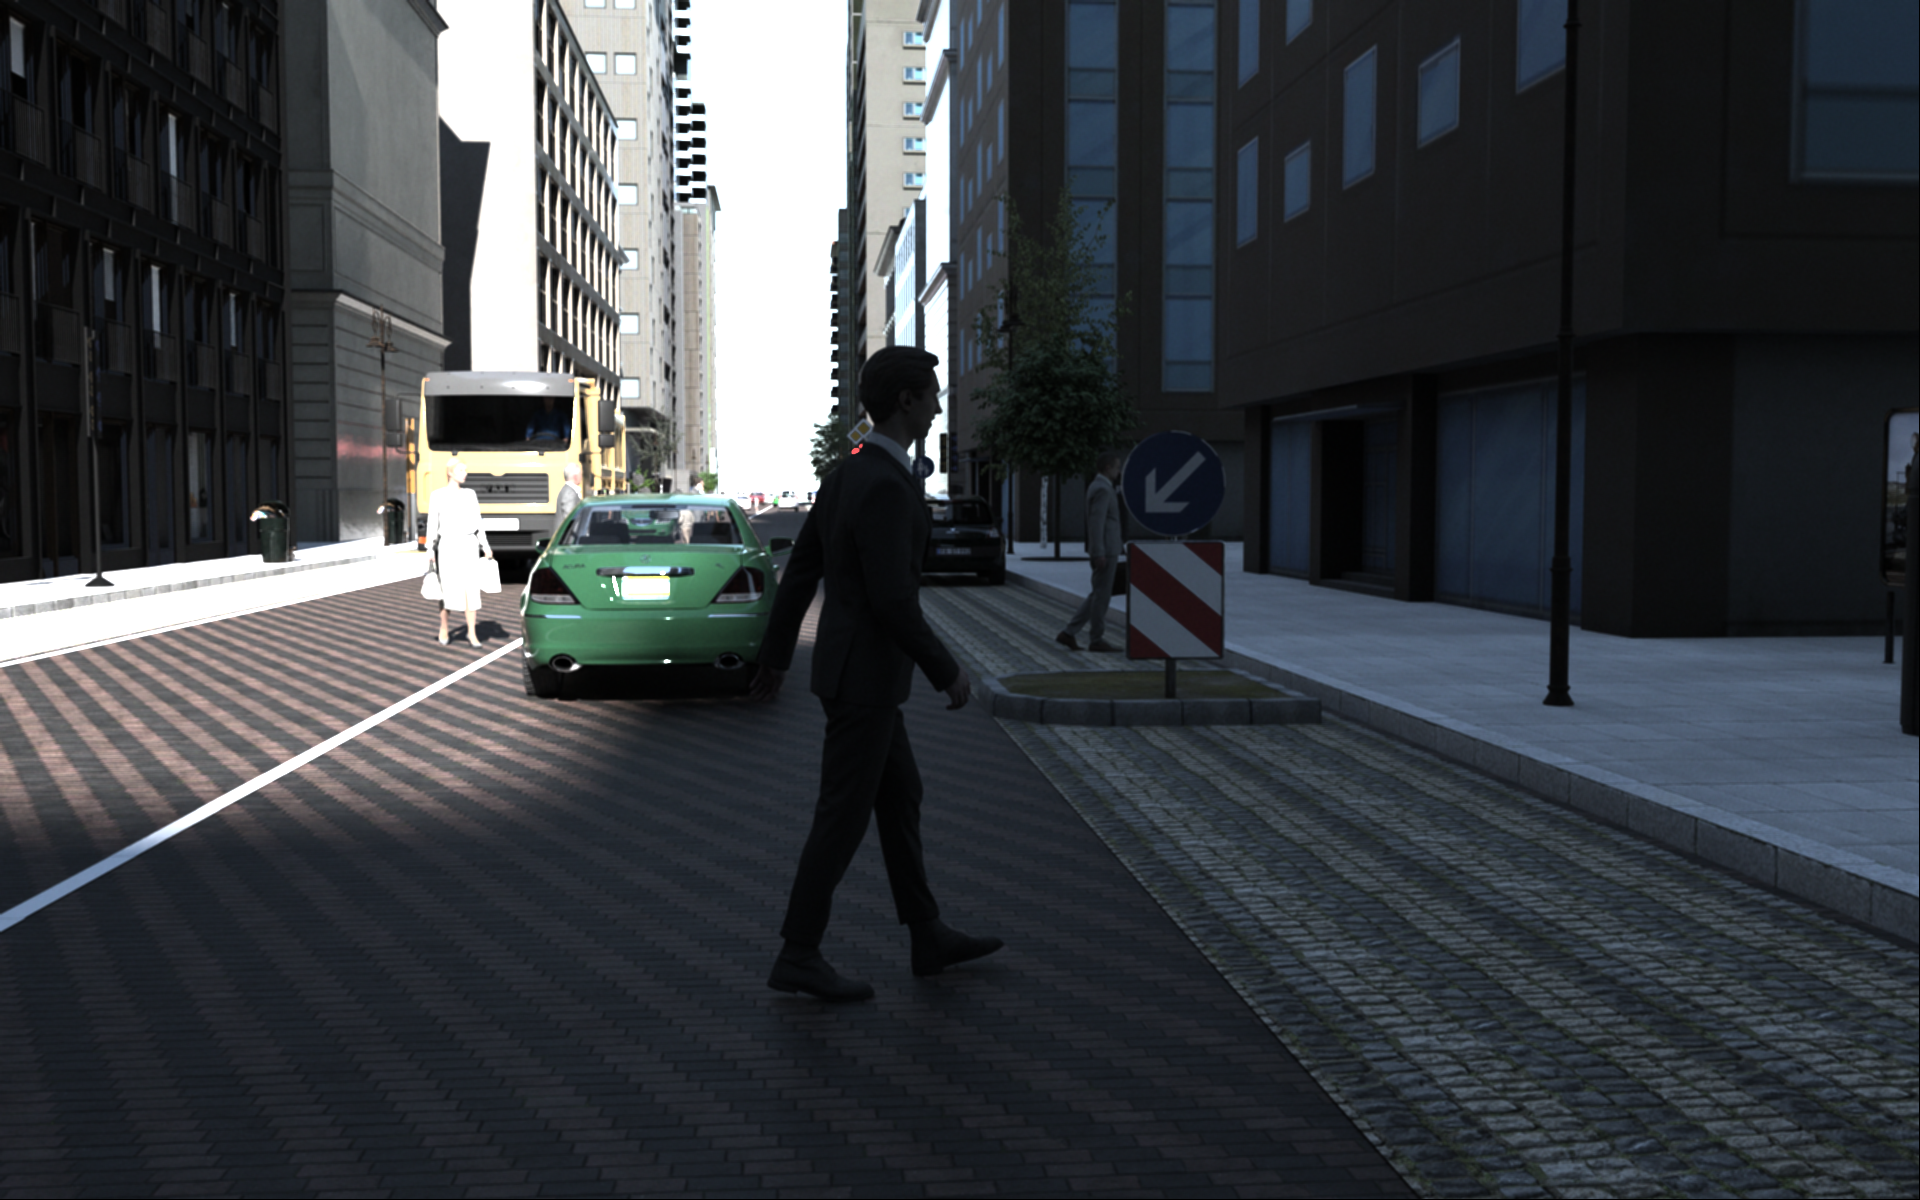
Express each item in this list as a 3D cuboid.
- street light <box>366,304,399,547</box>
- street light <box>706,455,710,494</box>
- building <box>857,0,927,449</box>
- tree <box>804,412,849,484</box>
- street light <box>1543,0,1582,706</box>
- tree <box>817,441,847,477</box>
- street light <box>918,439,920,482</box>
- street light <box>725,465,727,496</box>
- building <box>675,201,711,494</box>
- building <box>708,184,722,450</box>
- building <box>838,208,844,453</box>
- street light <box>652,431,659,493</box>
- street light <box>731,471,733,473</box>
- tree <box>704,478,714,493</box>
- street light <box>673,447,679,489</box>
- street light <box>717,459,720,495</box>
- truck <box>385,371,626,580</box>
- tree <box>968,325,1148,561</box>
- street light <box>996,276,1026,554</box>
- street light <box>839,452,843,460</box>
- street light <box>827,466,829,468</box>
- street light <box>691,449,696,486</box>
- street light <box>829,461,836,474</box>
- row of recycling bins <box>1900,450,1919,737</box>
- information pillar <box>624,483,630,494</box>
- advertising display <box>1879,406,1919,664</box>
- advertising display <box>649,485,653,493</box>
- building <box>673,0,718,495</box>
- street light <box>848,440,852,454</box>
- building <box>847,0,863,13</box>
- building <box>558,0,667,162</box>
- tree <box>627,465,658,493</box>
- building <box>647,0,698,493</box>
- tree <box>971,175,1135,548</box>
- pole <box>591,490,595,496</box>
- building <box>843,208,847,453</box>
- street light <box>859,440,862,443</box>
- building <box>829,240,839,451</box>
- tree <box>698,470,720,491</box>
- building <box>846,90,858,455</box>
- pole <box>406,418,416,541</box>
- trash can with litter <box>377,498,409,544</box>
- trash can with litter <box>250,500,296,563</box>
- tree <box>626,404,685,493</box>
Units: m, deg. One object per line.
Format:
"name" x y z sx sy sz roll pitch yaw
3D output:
"street light" -14.041 -4.247 42.227 0.468 5.910 1.993 0 4 -5
"street light" -29.097 -13.873 199.602 0.468 5.910 1.993 0 4 -5
"building" 1.473 -32.905 161.700 21.300 48.544 21.600 0 4 -5
"tree" -17.652 -19.600 238.589 7.486 12.596 7.792 0 3 0
"street light" 3.646 -2.299 10.374 0.468 5.910 1.993 0 4 -5
"tree" -16.905 -17.219 231.896 4.360 8.622 3.978 0 3 0
"street light" -1.491 -5.524 63.110 0.468 5.910 1.993 0 4 -5
"street light" -34.592 -17.345 256.384 0.468 5.910 1.993 0 4 -5
"building" -41.459 -33.754 235.473 14.154 41.232 14.086 0 4 -5
"building" -54.033 -42.613 285.954 28.713 52.752 27.495 0 4 -5
"building" -10.594 -34.637 249.902 14.154 41.232 14.086 0 4 -5
"street light" -21.868 -9.291 124.698 0.468 5.910 1.993 0 4 -5
"street light" -37.153 -18.924 282.194 0.468 5.910 1.993 0 4 -5
"tree" -30.106 -13.143 209.487 1.663 3.219 1.824 0 3 0
"street light" -24.189 -10.675 147.323 0.468 5.910 1.993 0 4 -5
"street light" -32.093 -15.746 230.236 0.468 5.910 1.993 0 4 -5
"truck" -7.521 -2.110 30.421 3.469 3.379 9.791 0 4 -7
"tree" 1.961 -3.050 33.577 4.285 4.588 4.351 0 3 0
"street light" 1.081 -3.923 36.932 0.468 5.910 1.993 0 4 -5
"street light" -11.676 -12.060 169.968 0.468 5.910 1.993 0 4 -5
"street light" -16.793 -15.273 222.504 0.468 5.910 1.993 0 4 -5
"street light" -26.580 -12.255 173.149 0.468 5.910 1.993 0 4 -5
"street light" -14.246 -13.657 196.082 0.468 5.910 1.993 0 4 -5
"row of recycling bins" 6.810 -0.132 9.276 3.534 1.692 1.069 -1 4 -10
"information pillar" -21.512 -6.574 111.974 0.304 2.012 0.304 1 4 14
"advertising display" 7.095 -0.455 12.659 0.123 1.923 0.974 0 4 -7
"advertising display" -20.919 -6.836 116.974 0.123 1.923 0.974 -2 4 -24
"building" -47.141 -57.712 256.255 22.319 86.520 31.000 0 4 -5
"street light" -9.183 -10.552 145.307 0.468 5.910 1.993 0 4 -5
"building" -5.299 -47.252 210.828 20.563 71.187 20.611 0 4 -5
"building" -40.872 -34.752 157.426 28.713 52.752 27.495 0 4 -5
"tree" -21.382 -7.371 115.122 1.663 3.219 1.824 0 3 0
"building" -38.291 -45.442 181.227 20.563 71.187 20.611 0 4 -5
"tree" 2.018 -5.535 40.867 4.737 8.622 4.395 0 3 0
"pole" -18.530 -5.723 87.407 0.158 3.312 0.155 0 3 0
"building" -5.482 -31.205 193.793 14.154 41.232 14.086 0 4 -5
"street light" -6.841 -8.968 119.412 0.468 5.910 1.993 0 4 -5
"building" -10.832 -38.982 291.972 22.147 44.769 28.867 0 4 -5
"tree" -32.364 -14.548 221.570 4.285 4.588 4.351 0 3 0
"building" -4.190 -30.317 179.273 14.154 41.232 14.086 0 4 -5
"pole" -14.849 -3.241 46.833 0.158 3.312 0.155 0 3 0
"trash can with litter" -14.574 -2.033 44.624 0.624 1.170 1.055 0 4 -5
"trash can with litter" -12.846 -1.290 32.477 0.624 1.170 1.055 0 4 -8
"tree" -23.980 -11.450 137.573 4.360 8.622 3.978 0 3 0
